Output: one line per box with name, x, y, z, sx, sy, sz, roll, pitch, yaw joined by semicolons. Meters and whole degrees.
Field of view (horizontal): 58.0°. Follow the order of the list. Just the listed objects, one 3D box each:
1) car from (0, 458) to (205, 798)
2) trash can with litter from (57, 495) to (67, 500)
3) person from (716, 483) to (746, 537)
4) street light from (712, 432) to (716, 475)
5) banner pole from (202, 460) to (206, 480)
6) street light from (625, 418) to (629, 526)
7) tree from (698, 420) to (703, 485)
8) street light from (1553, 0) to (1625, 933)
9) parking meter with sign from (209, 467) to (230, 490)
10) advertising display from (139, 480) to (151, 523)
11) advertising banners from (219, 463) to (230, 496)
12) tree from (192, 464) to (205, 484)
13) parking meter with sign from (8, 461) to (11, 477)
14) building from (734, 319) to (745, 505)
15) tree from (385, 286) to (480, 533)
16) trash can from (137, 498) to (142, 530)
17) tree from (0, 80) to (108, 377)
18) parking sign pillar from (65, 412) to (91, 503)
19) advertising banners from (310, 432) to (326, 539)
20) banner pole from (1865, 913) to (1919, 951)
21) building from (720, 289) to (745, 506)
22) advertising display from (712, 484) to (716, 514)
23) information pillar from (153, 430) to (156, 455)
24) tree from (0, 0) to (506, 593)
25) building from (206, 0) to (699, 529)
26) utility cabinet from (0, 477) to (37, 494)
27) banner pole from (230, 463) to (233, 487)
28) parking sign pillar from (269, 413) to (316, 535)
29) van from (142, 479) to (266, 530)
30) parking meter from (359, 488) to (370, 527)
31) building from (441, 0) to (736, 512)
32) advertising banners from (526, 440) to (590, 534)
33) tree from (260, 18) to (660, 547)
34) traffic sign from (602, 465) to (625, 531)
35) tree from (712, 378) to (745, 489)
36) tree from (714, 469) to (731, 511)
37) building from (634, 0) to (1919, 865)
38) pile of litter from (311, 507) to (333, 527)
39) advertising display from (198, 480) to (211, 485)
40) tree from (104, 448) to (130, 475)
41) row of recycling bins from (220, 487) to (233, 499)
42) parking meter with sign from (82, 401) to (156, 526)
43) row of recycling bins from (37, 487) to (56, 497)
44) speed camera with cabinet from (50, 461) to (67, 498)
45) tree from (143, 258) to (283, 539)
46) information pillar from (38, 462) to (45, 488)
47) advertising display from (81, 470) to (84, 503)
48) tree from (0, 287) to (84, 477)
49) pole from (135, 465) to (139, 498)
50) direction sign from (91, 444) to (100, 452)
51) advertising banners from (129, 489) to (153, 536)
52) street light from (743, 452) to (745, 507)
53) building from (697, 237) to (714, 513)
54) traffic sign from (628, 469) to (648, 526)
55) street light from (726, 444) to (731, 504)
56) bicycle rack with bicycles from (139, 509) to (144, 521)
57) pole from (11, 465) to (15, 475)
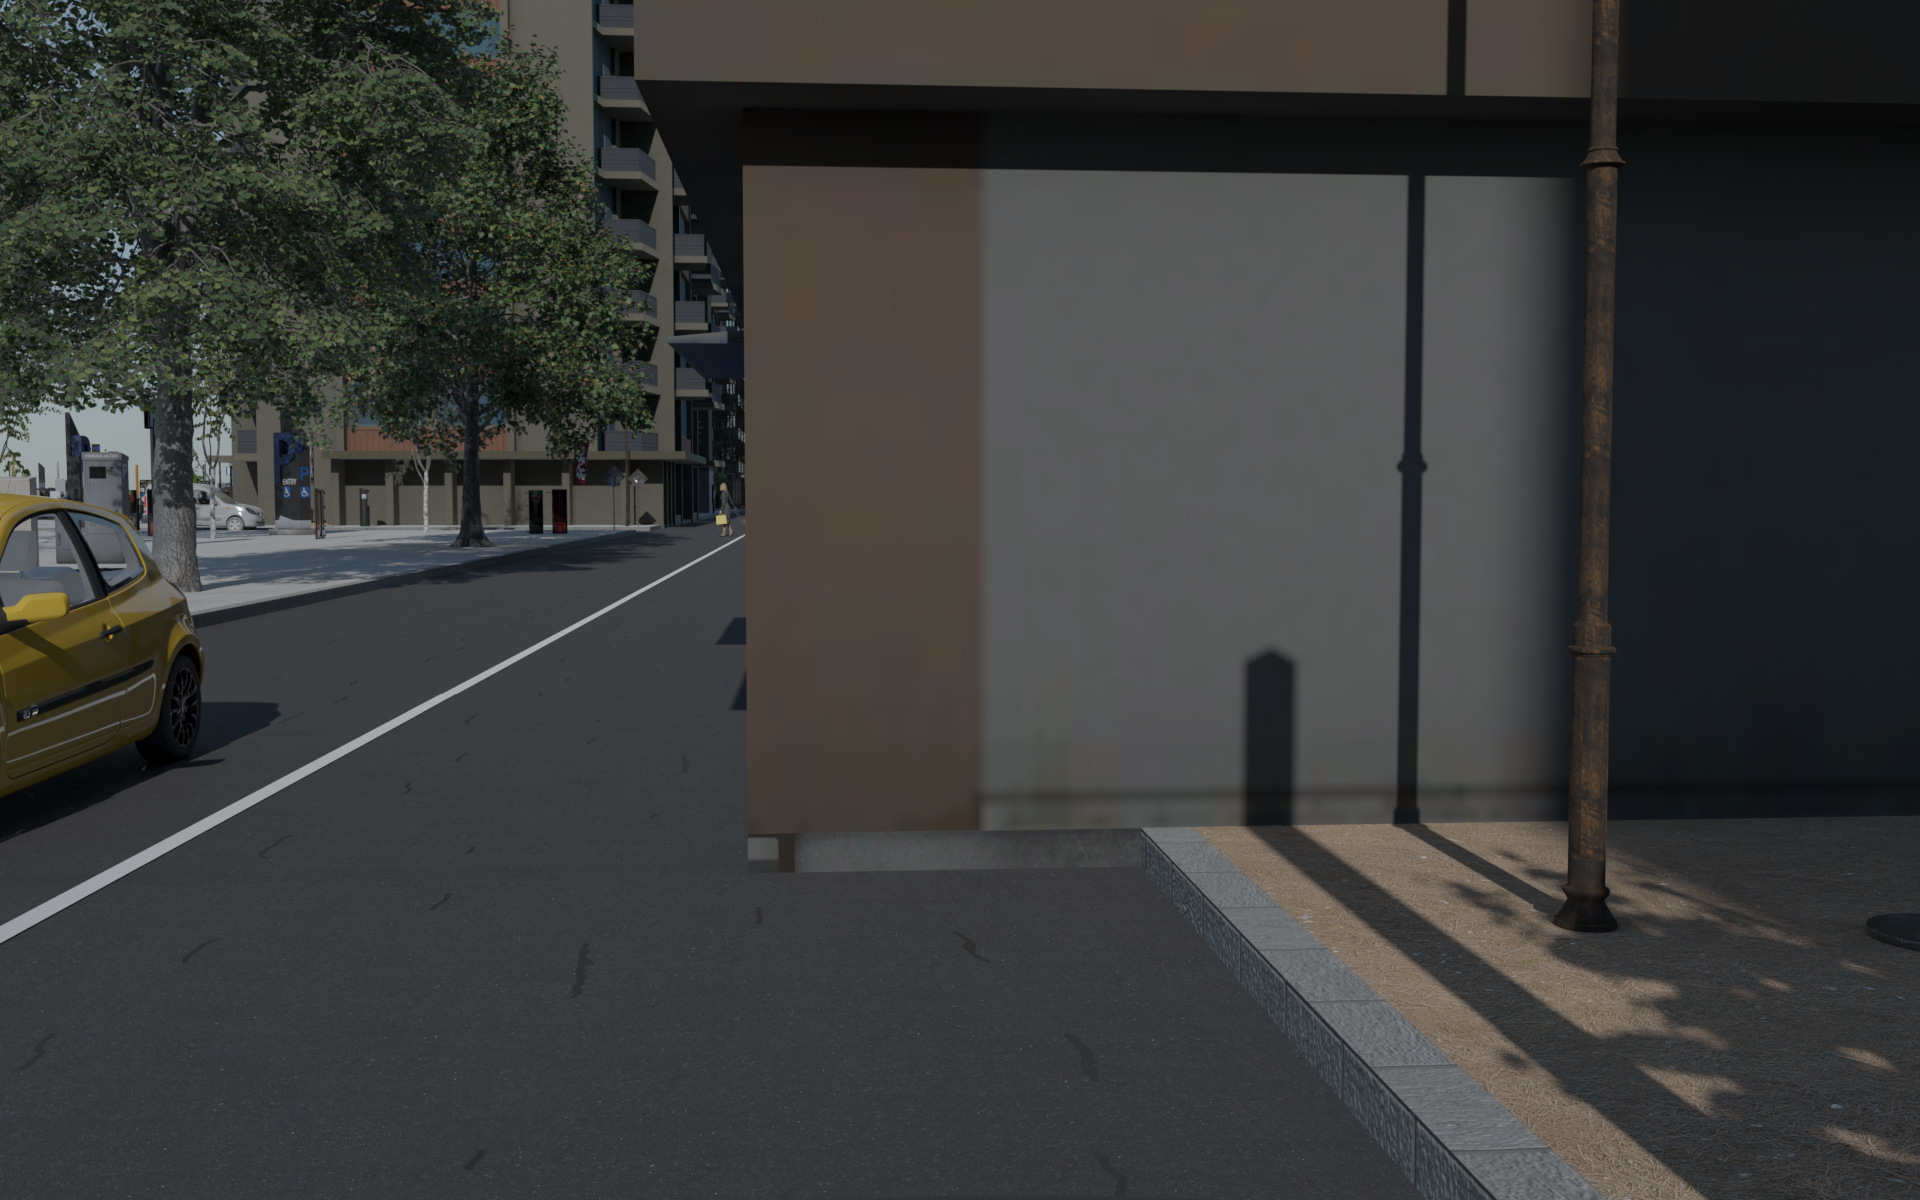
car;-4.871;0.144;7.873;2.015;1.641;3.980;0;4;-6
trash can with litter;-48.552;-5.108;94.578;2.233;1.210;1.678;-3;4;-37
person;-7.606;-3.039;58.409;1.509;1.804;0.699;-3;5;-39
street light;-17.661;-9.245;123.938;0.468;5.910;1.993;0;4;-5
banner pole;-56.153;-8.487;128.783;0.401;3.779;0.863;0;4;-4
street light;-13.254;-5.873;68.809;0.468;5.910;1.993;0;4;-5
tree;-16.758;-9.207;100.891;4.737;8.622;4.395;0;3;0
street light;1.859;-1.968;4.969;0.468;5.910;1.993;0;4;-5
parking meter with sign;-48.296;-7.176;113.582;1.738;3.016;0.543;1;4;14
advertising display;-36.168;-4.422;77.518;0.974;1.923;0.123;-1;4;-23
advertising banners;-34.803;-5.240;81.865;0.090;3.025;2.074;-1;4;-10
tree;-41.762;-6.083;94.062;1.663;3.219;1.824;0;3;0
parking meter with sign;-50.292;-5.733;89.990;1.738;3.016;0.543;-1;4;-22
building;-34.117;-33.602;232.981;14.154;41.232;14.086;0;4;-5
tree;-17.697;-6.551;57.471;4.360;8.622;3.978;0;3;0
trash can;-27.939;-2.852;58.282;0.748;1.137;0.748;0;3;0
tree;-23.534;-6.961;39.570;9.928;11.665;9.643;0;3;0
parking sign pillar;-29.324;-4.232;57.666;1.447;3.967;1.447;-1;4;-11
advertising banners;-18.285;-3.246;49.263;0.090;3.025;2.074;-1;4;-10
banner pole;2.922;-0.922;5.086;0.401;3.779;0.863;1;4;23
building;-34.650;-34.616;185.578;23.786;49.044;30.456;0;4;-5
advertising display;-16.275;-6.681;114.451;0.123;1.923;0.974;0;4;0
information pillar;-19.773;-3.157;42.973;0.504;3.616;0.183;-3;4;-38
tree;-10.411;-7.083;22.463;9.857;13.997;8.962;0;3;0
building;-22.895;-26.153;82.228;22.147;44.769;28.867;0;4;-5
utility cabinet;-12.311;-0.805;21.842;1.173;1.500;0.318;-1;4;-12
banner pole;-44.121;-7.072;105.641;0.863;3.779;0.401;-3;5;-40
parking sign pillar;-21.023;-4.039;54.503;1.447;3.967;1.447;2;4;35
van;-27.807;-3.474;63.813;4.112;2.044;2.013;0;4;-5
parking meter;-23.542;-3.674;68.486;0.372;1.533;0.369;0;3;0
building;-31.839;-30.679;156.232;22.147;44.769;28.867;0;4;-5
advertising banners;-12.932;-3.644;55.775;2.074;3.025;0.090;-2;4;-24
tree;-11.798;-7.637;41.875;9.611;12.733;9.660;0;3;0
traffic sign;-12.100;-3.481;60.554;0.795;2.450;0.064;0;4;-5
tree;-19.030;-12.568;139.904;8.767;10.594;7.601;0;4;2
tree;-18.346;-8.463;132.978;1.663;3.219;1.824;0;3;0
building;5.195;-22.155;12.340;14.600;45.320;14.200;0;4;-5
pile of litter;-25.213;-3.273;67.475;1.719;0.858;1.176;-3;5;-42
advertising display;-35.628;-4.684;81.793;0.974;1.923;0.123;2;4;31
tree;-36.118;-4.803;73.122;1.663;3.219;1.824;0;3;0
row of recycling bins;-40.558;-5.512;97.226;1.069;1.692;3.534;0;4;2
parking meter with sign;-15.715;-2.178;31.870;1.738;3.016;0.543;0;4;-7
row of recycling bins;-56.611;-6.129;107.323;1.069;1.692;3.534;0;4;1
speed camera with cabinet;-53.713;-6.663;103.270;0.660;3.252;2.038;-1;4;-15
tree;-21.673;-6.096;50.026;4.737;8.622;4.395;0;3;0
information pillar;-67.500;-8.317;127.335;0.504;3.616;0.183;1;4;9
advertising display;-22.189;-2.417;44.738;0.974;1.923;0.123;0;4;8
tree;-27.374;-6.047;49.238;4.737;8.622;4.395;0;3;0
pole;-57.113;-7.730;120.228;0.158;3.312;0.155;0;3;0
direction sign;-39.289;-5.276;78.266;0.876;3.537;0.379;-1;4;-10
advertising banners;-24.600;-3.466;52.861;2.074;3.025;0.090;-1;4;-11
street light;-21.458;-12.216;172.520;0.468;5.910;1.993;0;4;-5
building;-23.883;-20.955;114.316;14.160;30.474;14.107;0;4;-5
traffic sign;-12.737;-3.968;68.514;0.795;2.450;0.064;0;4;-5
street light;-19.368;-10.530;144.958;0.468;5.910;1.993;0;4;-5
bicycle rack with bicycles;-38.114;-4.237;82.665;2.852;0.926;2.925;0;4;-6
pole;-64.186;-7.561;117.465;0.158;3.312;0.155;0;3;0
